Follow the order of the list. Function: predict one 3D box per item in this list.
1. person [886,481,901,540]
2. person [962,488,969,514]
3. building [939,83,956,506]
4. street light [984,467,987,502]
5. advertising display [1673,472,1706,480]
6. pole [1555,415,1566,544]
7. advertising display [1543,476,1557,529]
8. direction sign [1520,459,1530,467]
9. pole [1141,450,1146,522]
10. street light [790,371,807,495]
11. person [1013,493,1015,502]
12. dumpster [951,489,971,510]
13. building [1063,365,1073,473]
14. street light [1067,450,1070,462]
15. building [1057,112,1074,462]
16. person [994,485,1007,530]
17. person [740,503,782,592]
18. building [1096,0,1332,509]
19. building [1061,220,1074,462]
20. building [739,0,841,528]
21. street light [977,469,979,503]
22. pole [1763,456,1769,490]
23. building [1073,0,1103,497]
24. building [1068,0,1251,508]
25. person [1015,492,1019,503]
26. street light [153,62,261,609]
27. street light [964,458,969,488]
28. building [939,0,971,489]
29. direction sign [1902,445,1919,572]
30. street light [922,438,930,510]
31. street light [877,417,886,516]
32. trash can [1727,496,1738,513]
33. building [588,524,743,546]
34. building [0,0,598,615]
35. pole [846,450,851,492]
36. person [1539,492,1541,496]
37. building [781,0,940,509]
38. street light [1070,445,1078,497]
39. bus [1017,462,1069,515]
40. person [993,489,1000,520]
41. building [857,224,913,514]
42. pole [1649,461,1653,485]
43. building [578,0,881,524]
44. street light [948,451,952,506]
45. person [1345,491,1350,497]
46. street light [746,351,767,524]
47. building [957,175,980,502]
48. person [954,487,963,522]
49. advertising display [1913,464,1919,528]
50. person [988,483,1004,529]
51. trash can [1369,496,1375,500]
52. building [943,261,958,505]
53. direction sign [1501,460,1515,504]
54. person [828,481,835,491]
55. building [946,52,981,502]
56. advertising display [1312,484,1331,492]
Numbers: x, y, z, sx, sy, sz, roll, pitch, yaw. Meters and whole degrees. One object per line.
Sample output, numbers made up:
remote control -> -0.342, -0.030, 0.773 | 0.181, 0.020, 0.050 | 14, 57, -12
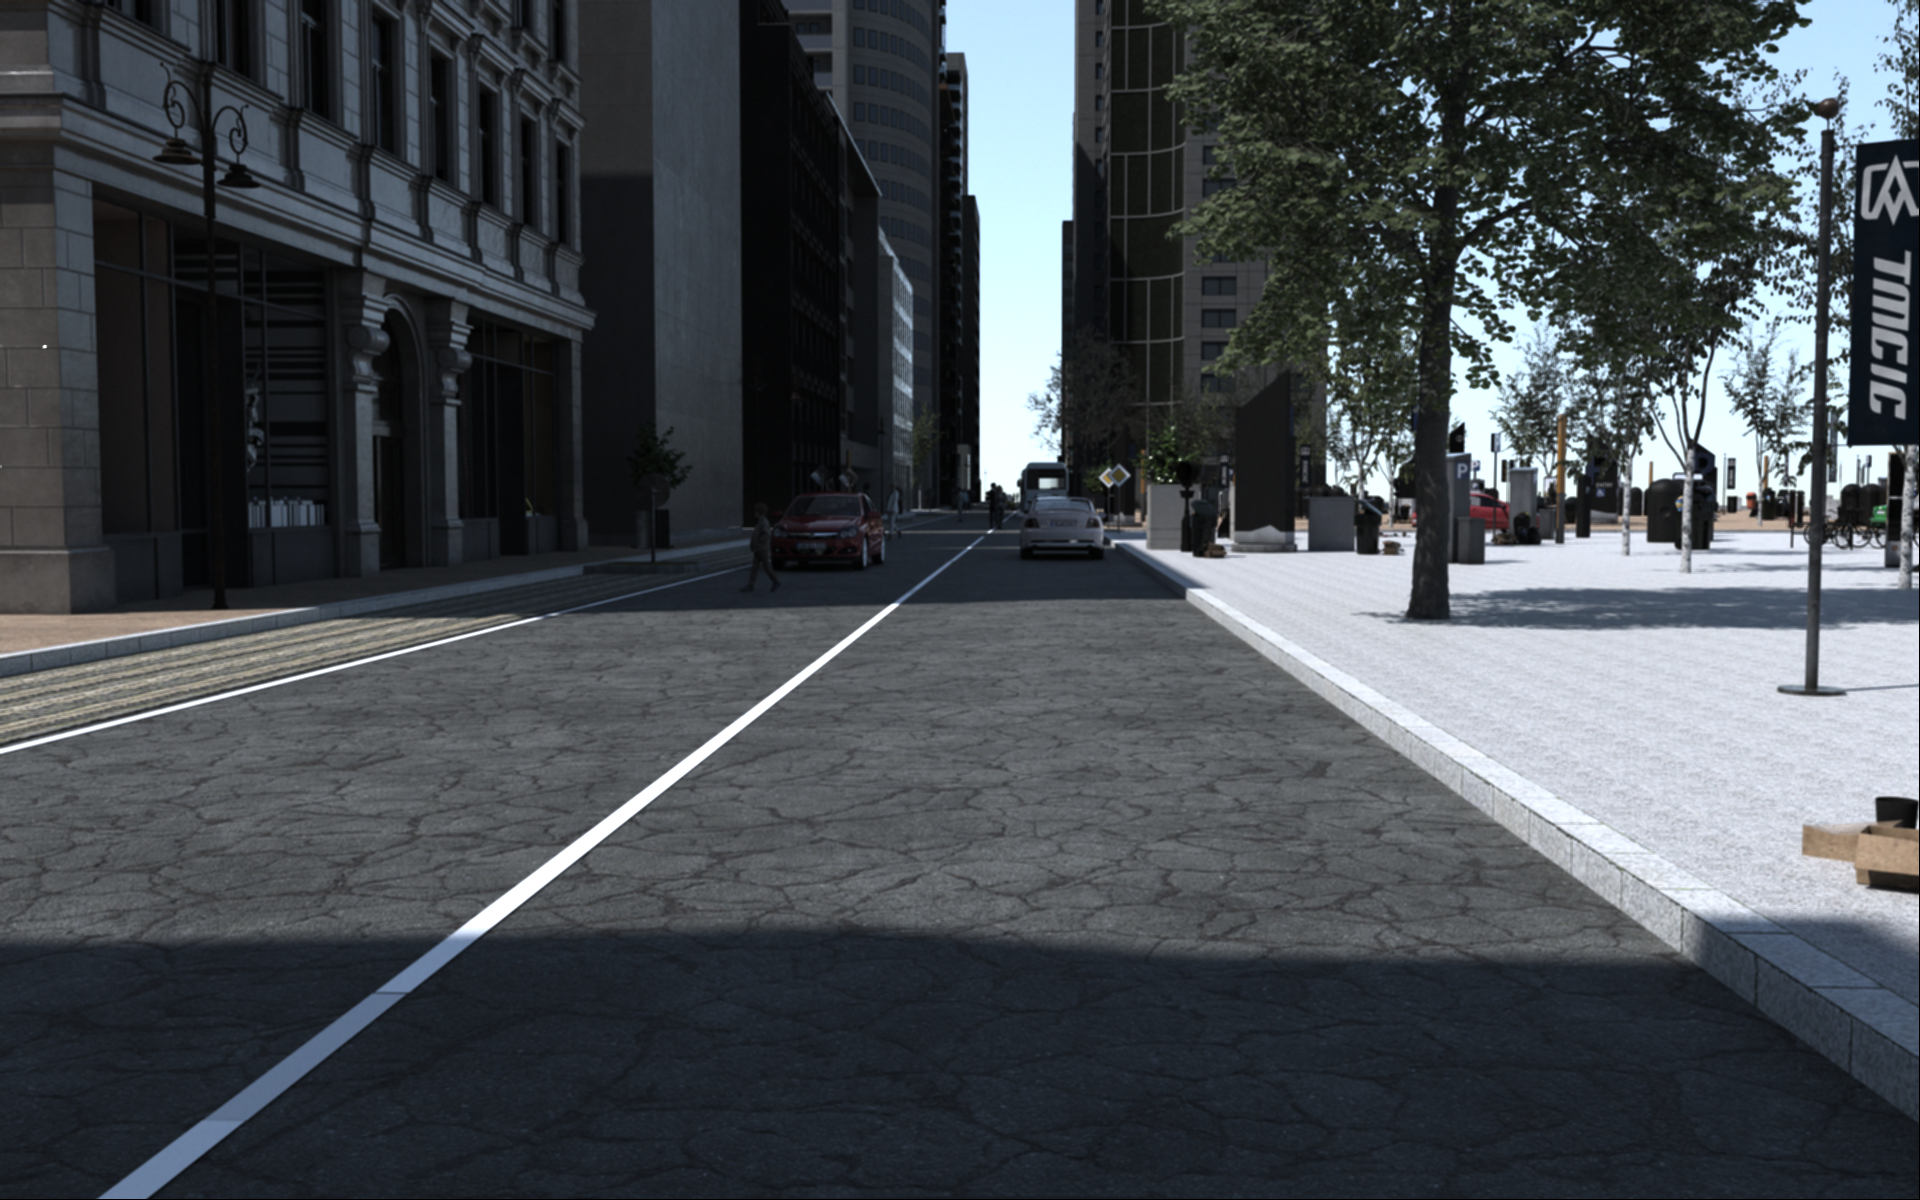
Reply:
person -> -2.055, -2.800, 54.153 | 0.514, 1.842, 0.818 | 3, 5, 43
person -> 0.333, -7.084, 124.182 | 0.638, 1.841, 0.748 | -1, 4, -12
building -> -11.808, -32.280, 182.404 | 22.147, 44.769, 28.867 | 0, 4, 3
street light -> 4.388, -19.917, 298.434 | 0.468, 5.910, 1.993 | 0, 4, 3
advertising display -> 21.772, -2.848, 51.773 | 0.123, 1.923, 0.974 | -3, 4, -39
pole -> 15.480, -3.105, 44.608 | 0.158, 3.312, 0.155 | 0, 3, 0
advertising display -> 21.669, -3.552, 63.292 | 0.123, 1.923, 0.974 | -1, 4, -18
direction sign -> 37.007, -7.430, 113.469 | 0.379, 3.537, 0.876 | -2, 4, -23
pole -> 8.451, -5.263, 79.894 | 0.158, 3.312, 0.155 | 0, 3, 0
street light -> -6.067, -5.650, 65.159 | 0.468, 5.910, 1.993 | 0, 4, 3
person -> 7.525, -14.031, 239.368 | 0.415, 1.643, 0.593 | -3, 4, -36
dumpster -> 0.090, -9.033, 155.901 | 1.865, 1.857, 1.264 | 0, 4, 5
building -> 28.328, -24.077, 238.693 | 27.650, 21.520, 28.899 | 0, 4, 3
street light -> 11.262, -12.599, 178.780 | 0.468, 5.910, 1.993 | 0, 4, 3
building -> 27.229, -59.233, 281.132 | 22.319, 86.520, 31.000 | 0, 4, 3
person -> 1.655, -3.757, 70.104 | 0.537, 1.800, 0.526 | 0, 4, 0
person -> -2.900, -0.771, 25.377 | 0.640, 1.303, 0.475 | -2, 4, -35
building -> 21.116, -43.811, 154.567 | 20.563, 71.187, 20.611 | 0, 4, 3
building -> 22.230, -35.244, 259.841 | 14.154, 41.232, 14.086 | 0, 4, 3
building -> -12.055, -14.838, 72.281 | 12.332, 23.373, 15.834 | 0, 4, 3
street light -> 2.746, -17.675, 261.765 | 0.468, 5.910, 1.993 | 0, 4, 3
pole -> 42.787, -6.002, 91.975 | 0.158, 3.312, 0.155 | 0, 3, 0
building -> 22.304, -38.978, 179.291 | 21.231, 58.520, 28.212 | 0, 4, 3
building -> 22.102, -46.792, 203.304 | 20.563, 71.187, 20.611 | 0, 4, 3
person -> 8.960, -16.091, 272.417 | 0.721, 1.723, 1.217 | 2, 4, 28
street light -> -8.263, -2.837, 19.167 | 0.468, 5.910, 1.993 | 0, 4, 3
street light -> 1.033, -15.407, 224.699 | 0.468, 5.910, 1.993 | 0, 4, 3
building -> -9.413, -56.596, 238.023 | 22.319, 86.520, 31.000 | 0, 4, 3
direction sign -> 15.832, -2.226, 28.394 | 0.876, 3.537, 0.379 | -1, 4, -11
street light -> -2.627, -10.331, 141.697 | 0.468, 5.910, 1.993 | 0, 4, 3
street light -> -4.591, -7.893, 101.836 | 0.468, 5.910, 1.993 | 0, 4, 3
trash can -> 52.149, -6.442, 116.976 | 0.748, 1.137, 0.748 | 0, 3, 0
building -> -22.058, -14.109, 49.753 | 30.058, 24.678, 14.314 | 0, 4, 3
building -> -13.807, -10.300, 19.313 | 10.553, 20.767, 40.483 | 0, 4, 3
pole -> -5.150, -5.282, 80.200 | 0.158, 3.312, 0.155 | 0, 3, 0
person -> 72.487, -12.700, 216.925 | 0.721, 1.735, 1.217 | 1, 4, 15
building -> -13.101, -37.402, 153.527 | 21.231, 58.520, 28.212 | 0, 4, 3
street light -> 9.492, -10.350, 142.007 | 0.468, 5.910, 1.993 | 0, 4, 3
bus -> 5.075, -6.822, 106.406 | 2.948, 3.499, 13.247 | 0, 4, 1
person -> 2.026, -5.244, 94.101 | 0.748, 1.841, 0.638 | -1, 4, -22
building -> -9.071, -16.192, 119.490 | 10.420, 20.320, 16.860 | 0, 4, 3
pole -> 43.009, -6.973, 107.853 | 0.158, 3.312, 0.155 | 0, 3, 0
building -> -12.750, -16.932, 95.909 | 14.314, 24.678, 30.058 | 0, 4, 3
street light -> -1.036, -12.598, 178.764 | 0.468, 5.910, 1.993 | 0, 4, 3
person -> 48.926, -12.880, 219.182 | 1.348, 1.812, 0.705 | 2, 4, 33
street light -> -6.583, -5.101, 56.184 | 0.468, 5.910, 1.993 | 0, 4, 3
building -> -7.953, -39.277, 265.877 | 21.300, 48.544, 21.600 | 0, 4, 3
person -> -0.080, -4.940, 89.447 | 0.466, 1.800, 0.511 | 0, 4, 3
advertising display -> 20.410, -1.906, 36.373 | 0.974, 1.923, 0.123 | 1, 4, 20
person -> 1.458, -3.915, 71.876 | 0.474, 1.900, 0.648 | -3, 4, -36
trash can -> 31.913, -7.467, 133.732 | 0.748, 1.137, 0.748 | 0, 3, 0
building -> -7.588, -26.448, 204.119 | 14.160, 30.474, 14.107 | 0, 4, 3
direction sign -> 36.002, -7.453, 113.848 | 0.876, 3.537, 0.379 | -1, 4, -8
person -> -3.717, -2.481, 49.338 | 0.520, 1.790, 0.573 | -1, 4, -17
building -> -6.845, -51.864, 286.223 | 20.563, 71.187, 20.611 | 0, 4, 3
advertising display -> 22.163, -6.198, 106.552 | 0.974, 1.923, 0.123 | 1, 4, 14
